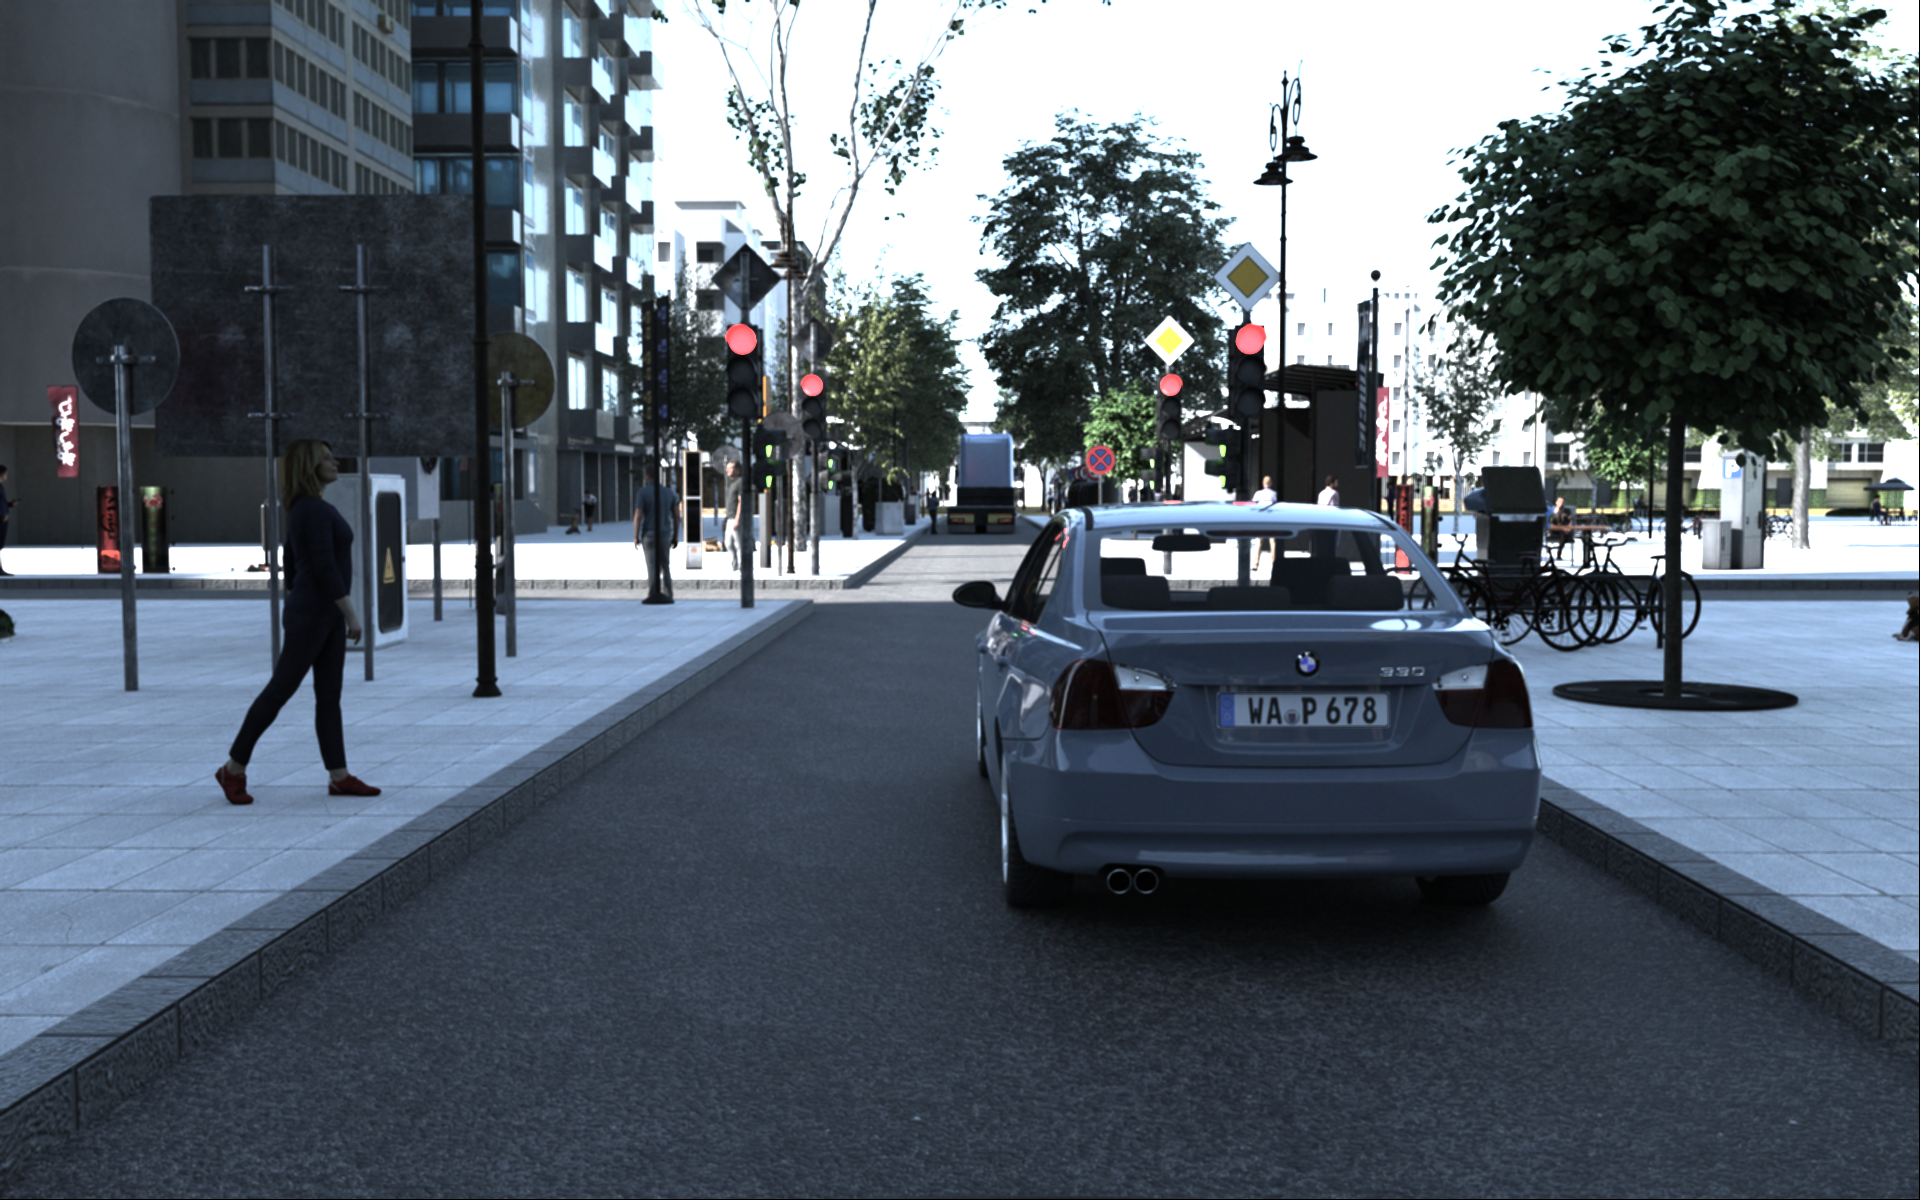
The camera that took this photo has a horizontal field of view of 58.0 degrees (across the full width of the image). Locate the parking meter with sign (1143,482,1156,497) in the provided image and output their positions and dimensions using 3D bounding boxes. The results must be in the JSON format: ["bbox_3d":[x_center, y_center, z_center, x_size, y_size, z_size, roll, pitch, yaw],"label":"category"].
[{"bbox_3d":[7.441,-4.411,68.374,0.543,3.016,1.738,1,4,16],"label":"parking meter with sign"}]

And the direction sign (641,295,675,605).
[{"bbox_3d":[-3.537,-1.724,20.186,0.379,3.537,0.876,-2,4,-29],"label":"direction sign"}]

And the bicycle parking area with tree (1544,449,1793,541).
[{"bbox_3d":[20.720,-3.942,51.451,9.016,4.147,8.231,2,4,35],"label":"bicycle parking area with tree"}]

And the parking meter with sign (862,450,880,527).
[{"bbox_3d":[-3.499,-4.373,67.756,0.543,3.016,1.738,0,4,5],"label":"parking meter with sign"}]

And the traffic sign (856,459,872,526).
[{"bbox_3d":[-3.448,-3.853,63.000,0.884,2.594,0.081,0,4,7],"label":"traffic sign"}]

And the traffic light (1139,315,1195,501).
[{"bbox_3d":[3.274,-2.352,27.383,0.839,4.253,0.868,0,4,1],"label":"traffic light"}]

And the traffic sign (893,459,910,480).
[{"bbox_3d":[-2.325,-3.950,64.578,0.884,2.594,0.081,0,4,2],"label":"traffic sign"}]

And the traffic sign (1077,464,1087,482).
[{"bbox_3d":[5.262,-4.400,72.053,0.768,2.556,0.104,1,4,10],"label":"traffic sign"}]

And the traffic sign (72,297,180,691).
[{"bbox_3d":[-5.411,-0.681,11.234,0.768,2.556,0.104,1,4,10],"label":"traffic sign"}]

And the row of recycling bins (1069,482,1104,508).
[{"bbox_3d":[4.462,-3.160,58.786,1.069,1.692,3.534,-1,4,-8],"label":"row of recycling bins"}]

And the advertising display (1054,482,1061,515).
[{"bbox_3d":[5.129,-5.259,91.196,0.123,1.923,0.974,-1,4,-9],"label":"advertising display"}]

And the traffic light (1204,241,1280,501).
[{"bbox_3d":[3.179,-1.864,19.398,0.839,4.253,0.868,0,4,1],"label":"traffic light"}]

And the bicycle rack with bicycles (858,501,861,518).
[{"bbox_3d":[-4.450,-4.896,93.431,2.852,0.926,2.925,0,4,-3],"label":"bicycle rack with bicycles"}]

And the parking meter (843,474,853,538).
[{"bbox_3d":[-3.322,-2.779,51.143,0.255,1.863,0.399,-1,4,-11],"label":"parking meter"}]

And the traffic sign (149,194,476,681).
[{"bbox_3d":[-4.390,-1.099,11.835,2.265,3.308,0.079,0,4,2],"label":"traffic sign"}]

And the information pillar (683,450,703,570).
[{"bbox_3d":[-4.523,-1.520,29.348,0.304,2.012,0.304,-1,4,-12],"label":"information pillar"}]

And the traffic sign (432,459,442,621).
[{"bbox_3d":[-5.288,-1.062,17.473,0.768,2.556,0.104,0,4,6],"label":"traffic sign"}]

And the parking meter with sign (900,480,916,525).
[{"bbox_3d":[-2.705,-4.605,71.550,1.738,3.016,0.543,-2,4,-25],"label":"parking meter with sign"}]

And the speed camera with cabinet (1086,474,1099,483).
[{"bbox_3d":[5.391,-4.670,70.691,0.660,3.252,2.038,0,4,2],"label":"speed camera with cabinet"}]

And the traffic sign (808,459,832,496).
[{"bbox_3d":[-4.422,-3.395,55.515,0.884,2.594,0.081,0,4,3],"label":"traffic sign"}]

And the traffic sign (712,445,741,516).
[{"bbox_3d":[-6.112,-2.767,45.354,0.768,2.556,0.104,0,4,1],"label":"traffic sign"}]

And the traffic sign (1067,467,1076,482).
[{"bbox_3d":[5.441,-4.985,81.610,0.768,2.556,0.104,0,4,7],"label":"traffic sign"}]

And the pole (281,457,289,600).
[{"bbox_3d":[-6.357,-1.385,16.491,0.158,3.312,0.155,0,3,0],"label":"pole"}]

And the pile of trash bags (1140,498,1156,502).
[{"bbox_3d":[6.882,-2.862,56.549,1.912,1.369,3.447,-1,4,-11],"label":"pile of trash bags"}]

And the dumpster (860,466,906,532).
[{"bbox_3d":[-2.652,-3.488,59.515,1.502,2.255,1.985,0,4,1],"label":"dumpster"}]

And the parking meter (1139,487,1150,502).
[{"bbox_3d":[6.307,-3.115,59.349,0.372,1.533,0.369,0,3,0],"label":"parking meter"}]

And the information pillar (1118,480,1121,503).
[{"bbox_3d":[5.679,-4.407,63.404,0.504,3.616,0.183,-2,4,-27],"label":"information pillar"}]

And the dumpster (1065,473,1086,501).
[{"bbox_3d":[5.283,-4.363,73.822,1.502,2.255,1.985,0,4,1],"label":"dumpster"}]

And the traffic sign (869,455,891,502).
[{"bbox_3d":[-2.636,-3.473,56.890,0.768,2.556,0.104,1,4,9],"label":"traffic sign"}]

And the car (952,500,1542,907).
[{"bbox_3d":[0.983,0.287,7.311,2.014,1.417,4.499,0,4,-1],"label":"car"}]

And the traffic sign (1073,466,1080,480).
[{"bbox_3d":[5.411,-4.726,77.373,0.768,2.556,0.104,0,4,4],"label":"traffic sign"}]

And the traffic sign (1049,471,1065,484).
[{"bbox_3d":[5.308,-5.791,94.692,0.884,2.594,0.081,1,4,8],"label":"traffic sign"}]

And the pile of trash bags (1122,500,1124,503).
[{"bbox_3d":[6.595,-4.254,79.302,1.912,1.369,3.447,1,4,20],"label":"pile of trash bags"}]

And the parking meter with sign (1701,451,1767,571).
[{"bbox_3d":[13.295,-2.033,29.508,1.738,3.016,0.543,-3,4,-38],"label":"parking meter with sign"}]

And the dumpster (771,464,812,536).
[{"bbox_3d":[-5.251,-3.124,53.569,1.502,2.255,1.985,0,4,1],"label":"dumpster"}]

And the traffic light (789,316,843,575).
[{"bbox_3d":[-2.287,-2.356,27.433,0.839,4.253,0.868,0,4,1],"label":"traffic light"}]

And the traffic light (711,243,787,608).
[{"bbox_3d":[-2.382,-1.867,19.449,0.839,4.253,0.868,0,4,1],"label":"traffic light"}]

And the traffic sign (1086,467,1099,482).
[{"bbox_3d":[5.180,-4.034,66.056,0.768,2.556,0.104,0,4,6],"label":"traffic sign"}]

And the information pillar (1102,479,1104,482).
[{"bbox_3d":[5.861,-4.162,72.533,0.304,2.012,0.304,2,4,34],"label":"information pillar"}]

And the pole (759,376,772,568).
[{"bbox_3d":[-3.385,-2.214,30.046,0.158,3.312,0.155,0,3,0],"label":"pole"}]

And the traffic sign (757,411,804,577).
[{"bbox_3d":[-2.779,-1.624,26.663,0.768,2.556,0.104,0,4,7],"label":"traffic sign"}]

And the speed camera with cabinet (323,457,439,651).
[{"bbox_3d":[-5.069,-1.265,15.017,0.660,3.252,2.038,0,4,-1],"label":"speed camera with cabinet"}]

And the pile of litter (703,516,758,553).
[{"bbox_3d":[-5.250,-1.502,38.529,1.719,0.858,1.176,-2,4,-26],"label":"pile of litter"}]

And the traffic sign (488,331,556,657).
[{"bbox_3d":[-3.545,-0.825,13.603,0.768,2.556,0.104,1,4,10],"label":"traffic sign"}]

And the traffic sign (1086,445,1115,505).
[{"bbox_3d":[3.655,-2.752,45.100,0.768,2.556,0.104,0,4,1],"label":"traffic sign"}]

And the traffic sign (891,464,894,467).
[{"bbox_3d":[-2.838,-4.495,73.599,0.768,2.556,0.104,0,4,1],"label":"traffic sign"}]

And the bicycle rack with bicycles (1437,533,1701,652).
[{"bbox_3d":[5.019,-0.101,15.034,2.925,0.926,2.852,0,4,-6],"label":"bicycle rack with bicycles"}]
